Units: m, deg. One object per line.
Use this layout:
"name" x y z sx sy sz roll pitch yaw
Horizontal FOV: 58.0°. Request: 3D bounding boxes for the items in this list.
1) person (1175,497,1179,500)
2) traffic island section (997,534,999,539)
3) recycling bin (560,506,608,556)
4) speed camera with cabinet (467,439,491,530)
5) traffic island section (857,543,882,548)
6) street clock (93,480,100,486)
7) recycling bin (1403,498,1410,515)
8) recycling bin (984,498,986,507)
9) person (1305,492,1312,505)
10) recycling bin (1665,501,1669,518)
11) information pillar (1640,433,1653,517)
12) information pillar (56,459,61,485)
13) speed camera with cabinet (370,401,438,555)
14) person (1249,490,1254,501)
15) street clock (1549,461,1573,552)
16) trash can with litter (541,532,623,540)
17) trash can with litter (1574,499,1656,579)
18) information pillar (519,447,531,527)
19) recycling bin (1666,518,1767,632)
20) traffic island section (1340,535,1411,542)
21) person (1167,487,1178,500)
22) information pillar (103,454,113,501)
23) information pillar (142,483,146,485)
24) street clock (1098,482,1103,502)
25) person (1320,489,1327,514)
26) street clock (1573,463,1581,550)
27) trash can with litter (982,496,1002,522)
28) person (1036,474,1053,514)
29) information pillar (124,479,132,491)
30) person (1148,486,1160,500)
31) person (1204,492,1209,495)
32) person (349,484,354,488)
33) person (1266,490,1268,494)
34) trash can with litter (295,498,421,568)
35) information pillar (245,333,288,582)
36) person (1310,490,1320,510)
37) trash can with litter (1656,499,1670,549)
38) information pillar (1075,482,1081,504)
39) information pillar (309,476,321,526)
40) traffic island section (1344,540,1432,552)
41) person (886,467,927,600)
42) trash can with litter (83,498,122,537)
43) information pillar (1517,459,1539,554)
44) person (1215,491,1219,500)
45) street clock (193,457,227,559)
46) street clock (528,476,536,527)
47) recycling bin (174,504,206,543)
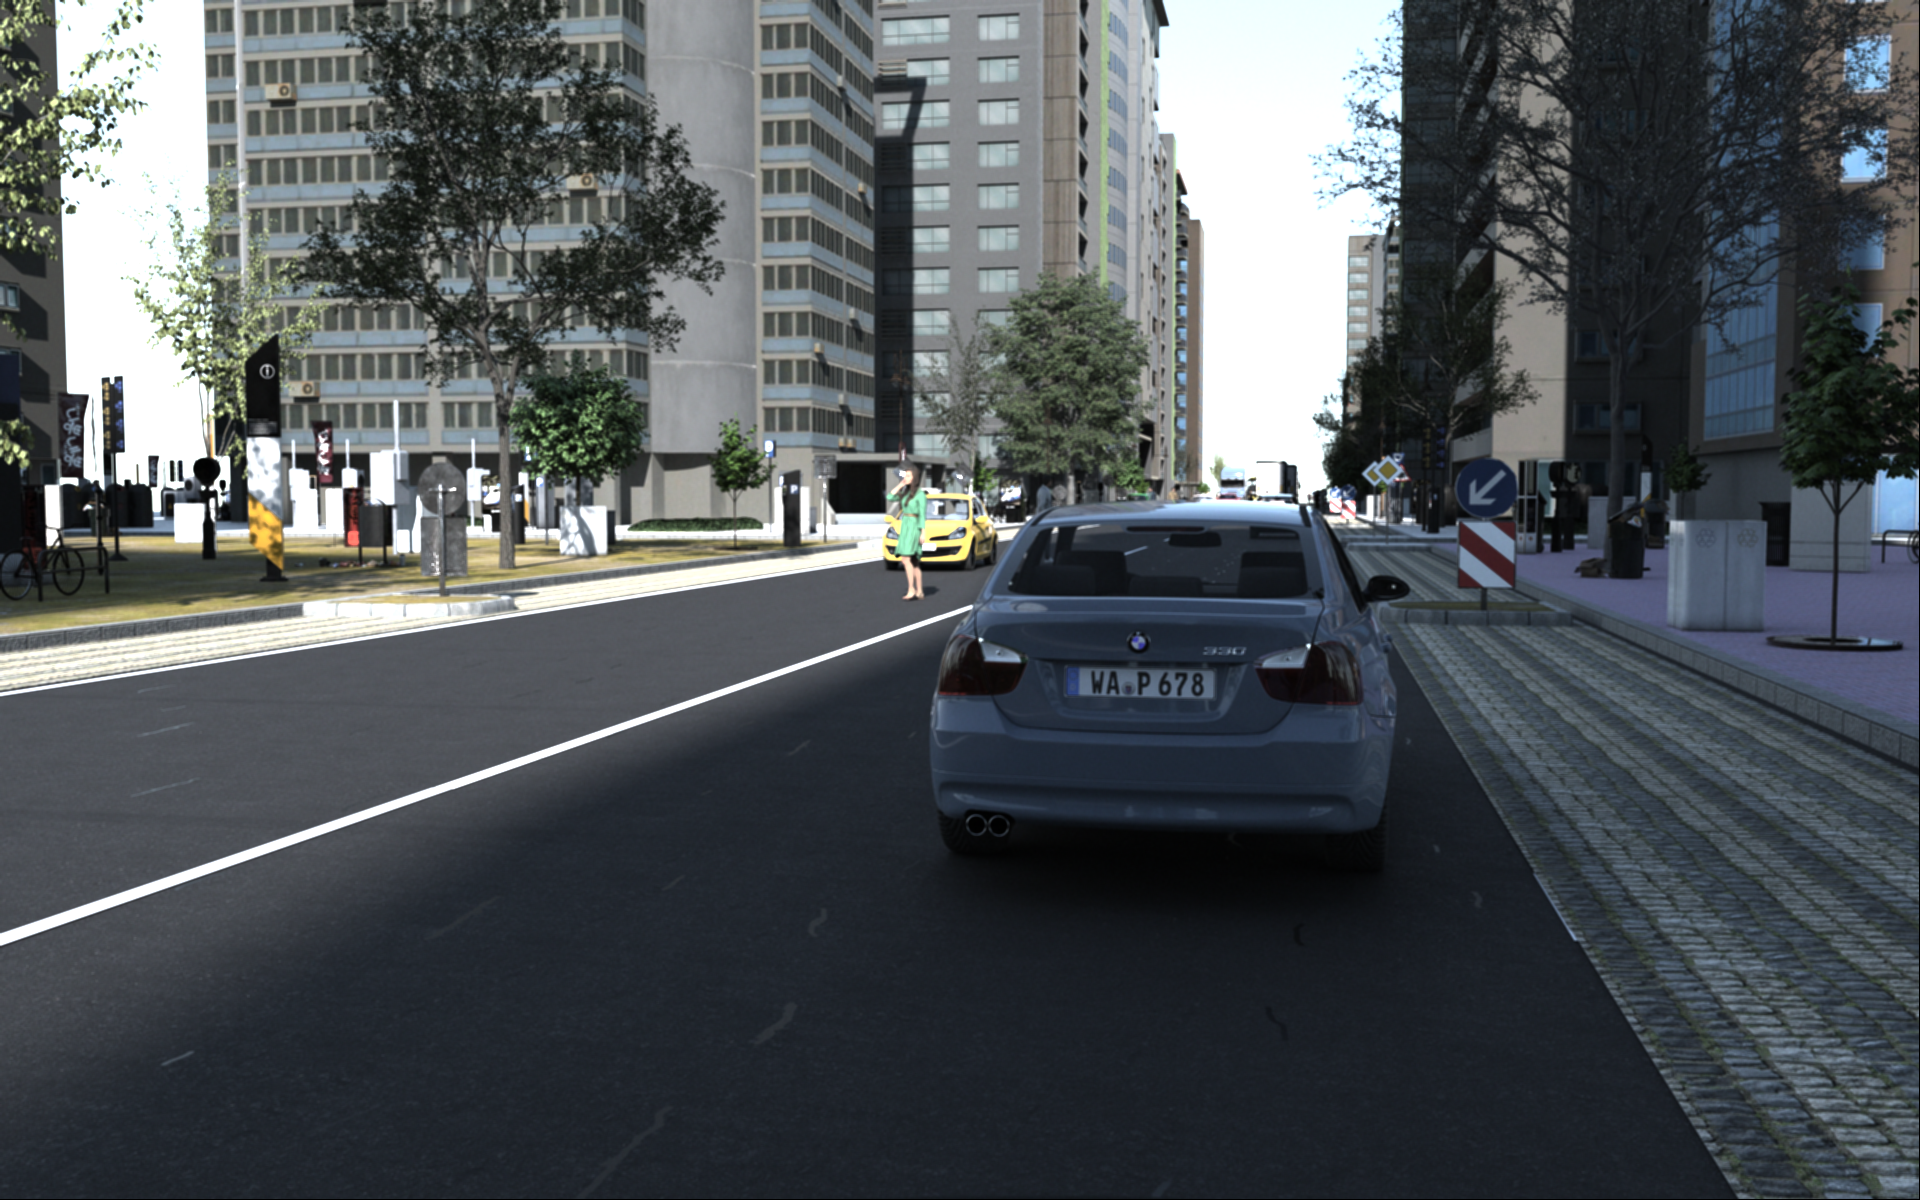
"person" 8.347 -3.298 66.695 0.640 1.303 0.475 3 5 44
"traffic island section" 0.071 -1.973 54.544 2.009 0.180 2.903 1 4 11
"recycling bin" -7.879 -1.450 36.257 0.722 1.027 0.722 3 4 38
"speed camera with cabinet" -16.803 -4.124 61.770 2.038 3.252 0.660 3 5 44
"traffic island section" -1.469 -1.494 46.708 2.009 0.180 2.903 1 4 11
"street clock" -47.058 -5.487 94.280 0.358 2.002 0.471 -2 4 -28
"recycling bin" 26.586 -5.616 104.369 0.722 1.027 0.722 -3 4 -36
"recycling bin" 1.021 -5.380 100.518 0.722 1.027 0.722 -3 5 -41
"person" 44.363 -12.947 220.712 0.750 1.759 0.617 -3 4 -36
"recycling bin" 27.452 -3.300 66.509 0.722 1.027 0.722 -3 5 -42
"information pillar" 26.256 -4.582 66.271 0.183 3.616 0.504 -1 4 -22
"information pillar" -51.123 -6.534 98.184 0.183 3.616 0.504 -1 4 -8
"speed camera with cabinet" -11.963 -2.635 37.420 0.660 3.252 2.038 1 4 11
"person" 26.030 -8.954 154.902 0.705 1.822 1.348 1 4 21
"street clock" 13.174 -2.057 38.196 0.358 2.002 0.471 3 5 43
"trash can with litter" -10.471 -2.286 48.427 2.233 1.210 1.678 2 4 28
"trash can with litter" 9.932 -0.920 26.430 1.055 1.170 0.624 3 5 39
"information pillar" -16.824 -4.617 66.835 0.183 3.616 0.504 1 4 20
"recycling bin" 7.192 -0.240 16.479 0.722 1.027 0.722 1 4 10
"traffic island section" 12.475 -1.824 52.111 2.009 0.180 2.903 1 4 11
"person" 12.491 -5.679 101.268 0.656 1.842 0.836 -1 4 -22
"information pillar" -37.505 -5.194 76.273 0.183 3.616 0.504 1 4 15
"information pillar" -54.869 -6.845 116.399 0.304 2.012 0.304 -2 4 -28
"street clock" 8.644 -6.240 106.595 0.358 2.002 0.471 1 4 22
"person" 26.095 -7.070 124.289 0.583 1.804 0.606 1 4 19
"street clock" 14.020 -2.158 39.854 0.471 2.002 0.358 -2 4 -24
"trash can with litter" 1.086 -4.231 80.231 1.678 1.210 2.233 -2 4 -34
"person" 1.671 -1.696 36.068 0.795 1.843 0.661 0 4 3
"information pillar" -40.007 -4.822 83.324 0.304 2.012 0.304 -1 4 -10
"person" 9.656 -4.832 87.493 0.794 1.824 0.713 -2 4 -27
"person" 28.583 -11.711 200.782 0.742 1.727 0.445 2 4 27
"person" -18.470 -2.689 53.130 0.598 1.740 0.731 0 4 -3
"person" 23.592 -7.558 132.788 1.217 1.736 0.721 3 5 44
"trash can with litter" -10.720 -1.206 30.776 2.233 1.210 1.678 1 4 16
"information pillar" -10.169 -2.080 25.359 0.504 3.616 0.183 0 4 -1
"person" 26.443 -7.311 128.554 1.217 1.766 0.721 -2 4 -30
"trash can with litter" 16.462 -1.803 40.860 0.624 1.170 1.055 1 4 17
"information pillar" 6.999 -5.999 102.579 0.304 2.012 0.304 -1 4 -15
"information pillar" -25.961 -3.989 69.716 0.304 2.012 0.304 1 4 12
"traffic island section" 10.935 -1.345 44.275 2.009 0.180 2.903 1 4 11
"person" -0.632 -0.896 23.395 0.600 1.795 0.529 3 5 39
"trash can with litter" -25.607 -2.470 51.773 0.624 1.170 1.055 1 4 11
"information pillar" 12.093 -1.983 36.908 0.304 2.012 0.304 -1 4 -15
"person" 32.786 -12.978 220.693 0.705 1.824 1.348 -1 4 -16
"street clock" -14.800 -1.805 34.083 0.471 2.002 0.358 0 4 -2
"street clock" -16.821 -3.893 68.227 0.471 2.002 0.358 -2 4 -28
"recycling bin" -20.211 -2.016 45.520 0.722 1.027 0.722 -1 4 -19
